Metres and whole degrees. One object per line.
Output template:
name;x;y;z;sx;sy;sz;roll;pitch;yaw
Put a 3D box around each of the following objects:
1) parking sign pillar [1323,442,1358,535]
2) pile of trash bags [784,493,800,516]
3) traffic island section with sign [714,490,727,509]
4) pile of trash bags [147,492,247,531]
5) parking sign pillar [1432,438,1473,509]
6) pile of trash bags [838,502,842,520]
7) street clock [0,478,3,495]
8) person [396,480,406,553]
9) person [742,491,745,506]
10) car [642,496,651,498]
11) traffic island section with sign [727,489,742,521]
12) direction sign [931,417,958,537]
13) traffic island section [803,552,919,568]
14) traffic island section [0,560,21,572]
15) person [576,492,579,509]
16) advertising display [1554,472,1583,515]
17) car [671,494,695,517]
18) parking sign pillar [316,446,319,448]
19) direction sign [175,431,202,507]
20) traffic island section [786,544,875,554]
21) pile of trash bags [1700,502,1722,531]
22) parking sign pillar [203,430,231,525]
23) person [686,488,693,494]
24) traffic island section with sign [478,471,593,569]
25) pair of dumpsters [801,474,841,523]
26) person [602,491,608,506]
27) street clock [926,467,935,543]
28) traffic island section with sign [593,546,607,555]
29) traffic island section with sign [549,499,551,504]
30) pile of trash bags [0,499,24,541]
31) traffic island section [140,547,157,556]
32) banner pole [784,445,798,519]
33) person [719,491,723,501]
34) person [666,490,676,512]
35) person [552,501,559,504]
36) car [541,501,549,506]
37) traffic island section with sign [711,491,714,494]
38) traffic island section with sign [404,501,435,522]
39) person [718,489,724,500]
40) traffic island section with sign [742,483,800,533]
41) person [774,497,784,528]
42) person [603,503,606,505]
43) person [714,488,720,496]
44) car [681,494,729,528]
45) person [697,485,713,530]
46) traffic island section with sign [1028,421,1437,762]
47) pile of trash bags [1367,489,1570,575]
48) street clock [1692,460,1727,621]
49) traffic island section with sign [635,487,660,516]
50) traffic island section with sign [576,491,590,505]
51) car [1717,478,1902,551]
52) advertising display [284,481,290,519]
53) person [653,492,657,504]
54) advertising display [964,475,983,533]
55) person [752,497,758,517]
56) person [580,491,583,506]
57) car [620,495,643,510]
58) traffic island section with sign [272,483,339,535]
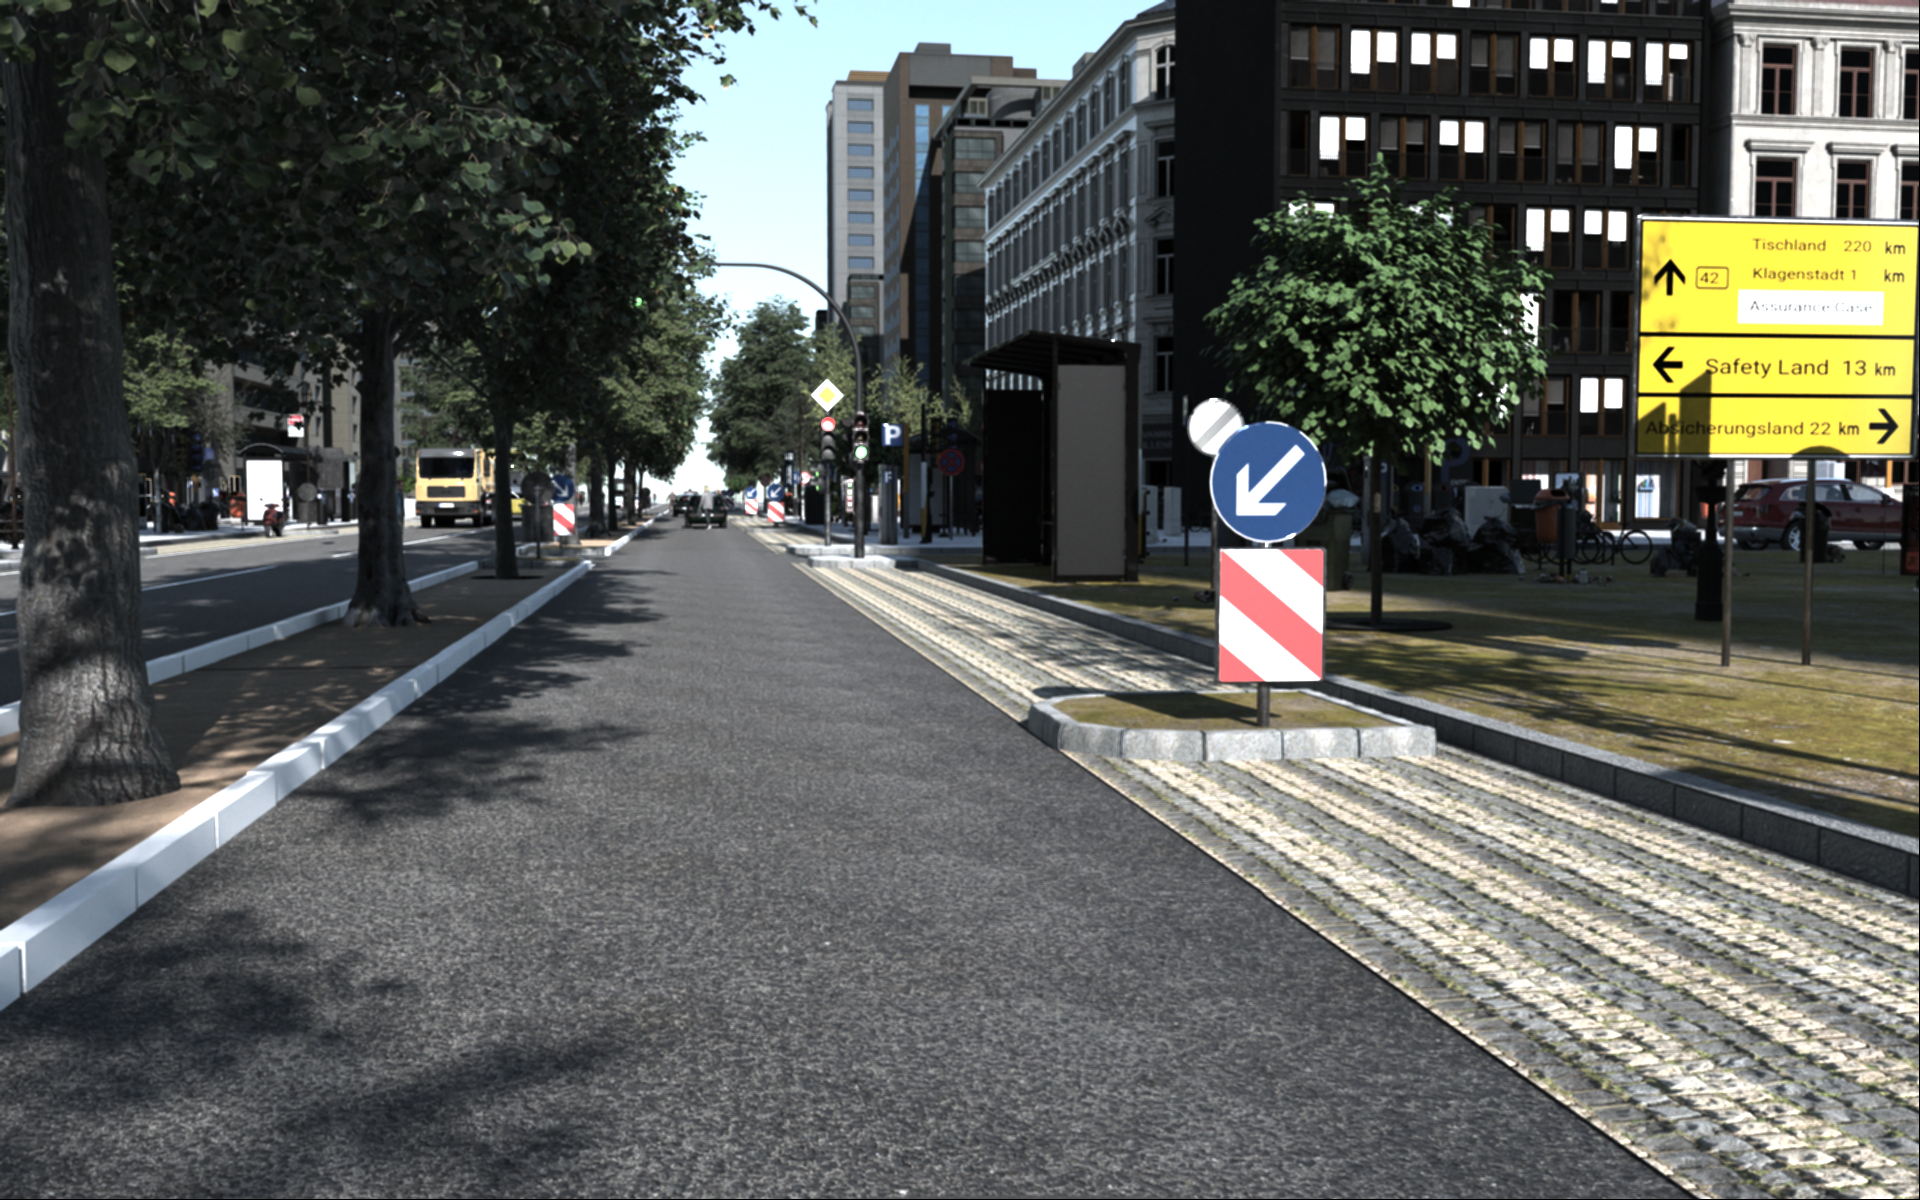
parking sign pillar;11.780;-4.031;54.378;1.447;3.967;1.447;0;4;-3
pile of trash bags;-9.583;-5.682;102.654;1.912;1.369;3.447;-2;4;-32
traffic island section with sign;-18.747;-8.059;140.385;1.989;1.847;2.006;-1;4;-9
pile of trash bags;-26.522;-3.116;60.699;3.447;1.369;1.912;1;4;14
parking sign pillar;16.653;-4.285;58.524;1.447;3.967;1.447;-1;4;-13
pile of trash bags;-4.994;-4.653;85.834;1.912;1.369;3.447;-1;4;-11
street clock;-39.316;-4.044;70.688;0.471;2.002;0.358;-2;4;-26
person;-13.692;-2.035;42.115;0.444;1.785;0.601;2;4;24
person;-24.512;-11.450;195.726;0.705;1.822;1.348;0;4;-6
car;-36.828;-11.695;200.259;2.155;1.783;4.494;0;4;-8
traffic island section with sign;-11.193;-5.085;91.769;1.989;1.847;2.006;-1;4;-9
direction sign;-0.472;-3.632;51.381;0.876;3.537;0.379;2;4;25
traffic island section;-1.998;-0.757;34.660;2.009;0.180;2.903;-1;4;-9
traffic island section;-18.642;-0.600;32.092;2.009;0.180;2.903;-1;4;-9
person;-36.875;-9.561;166.284;0.415;1.643;0.593;3;5;42
advertising display;17.610;-2.751;50.192;0.123;1.923;0.974;-2;4;-26
car;-17.196;-6.074;109.103;2.009;1.686;4.222;0;4;-8
parking sign pillar;-35.905;-6.630;96.867;1.447;3.967;1.447;-2;4;-35
direction sign;-27.713;-4.300;62.301;0.876;3.537;0.379;0;4;-7
traffic island section;-3.223;-1.240;42.551;2.009;0.180;2.903;-1;4;-9
pile of trash bags;26.490;-3.003;58.844;3.447;1.369;1.912;-2;4;-24
parking sign pillar;-31.200;-5.124;72.244;1.447;3.967;1.447;-2;4;-30
person;-17.622;-6.381;113.031;0.606;1.804;0.583;0;4;-8
traffic island section with sign;-8.327;-1.577;33.924;2.006;1.907;1.989;-1;4;-9
pair of dumpsters;-6.345;-4.704;79.397;1.574;2.255;4.437;-1;4;-9
person;-43.344;-12.364;210.670;0.705;1.822;1.348;2;4;34
street clock;-0.832;-2.512;45.646;0.358;2.002;0.471;0;4;-1
traffic island section with sign;-9.453;-2.025;41.245;2.006;1.907;1.989;-1;4;-9
traffic island section with sign;-39.354;-9.595;165.502;1.989;1.847;2.006;-1;4;-9
pile of trash bags;-25.999;-2.391;48.844;1.912;1.369;3.447;2;4;32
traffic island section;-19.866;-1.083;39.983;2.009;0.180;2.903;-1;4;-9
banner pole;-8.513;-5.989;87.943;0.863;3.779;0.401;-1;4;-13
person;-19.813;-8.207;143.600;0.530;1.710;0.541;1;4;18
person;-22.605;-7.761;135.940;0.990;1.755;0.434;-1;4;-15
person;-34.971;-8.504;150.767;0.991;1.433;0.599;-1;4;-13
car;-29.711;-6.841;120.895;2.155;1.783;4.494;-1;4;-8
traffic island section with sign;-23.022;-9.749;168.017;1.989;1.847;2.006;-1;4;-9
traffic island section with sign;-27.357;-4.865;88.176;1.989;1.847;2.006;-1;4;-9
person;-22.293;-9.249;159.359;1.348;1.869;0.705;-3;5;-40
traffic island section with sign;-7.046;-3.446;64.969;1.989;1.847;2.006;-1;4;-9
person;-7.684;-3.965;73.514;0.466;1.800;0.511;0;4;2
person;-47.609;-13.639;231.513;0.705;1.822;1.348;2;4;35
person;-14.317;-5.677;101.740;0.576;1.772;0.534;0;4;-7
car;-10.885;-3.931;74.063;2.009;1.686;4.222;-1;4;-10
person;-10.112;-3.682;68.887;0.709;1.800;0.728;-2;4;-33
traffic island section with sign;1.462;-0.096;10.196;1.989;1.847;2.006;-1;4;-9
pile of trash bags;8.563;-1.147;28.504;3.447;1.369;1.912;-1;4;-21
street clock;7.603;-0.792;17.525;0.358;2.002;0.471;-1;4;-11
traffic island section with sign;-20.983;-6.566;115.497;2.006;1.907;1.989;-1;4;-9
traffic island section with sign;-47.794;-12.921;219.888;1.989;1.847;2.006;-1;4;-9
car;21.246;-2.051;42.208;5.304;1.827;2.281;-1;4;-9
advertising display;-34.895;-5.112;88.796;0.974;1.923;0.123;-2;4;-27
person;-43.658;-14.601;247.759;0.617;1.759;0.750;-1;4;-21
advertising display;0.481;-3.206;57.639;0.974;1.923;0.123;3;5;42
person;-12.984;-6.124;109.631;0.522;1.701;0.512;-1;4;-12
person;-46.041;-12.366;210.643;0.705;1.831;1.348;-2;4;-25
car;-29.211;-8.681;154.290;2.083;1.381;4.827;0;4;-7
traffic island section with sign;-23.222;-3.236;61.539;1.989;1.847;2.006;-1;4;-9
